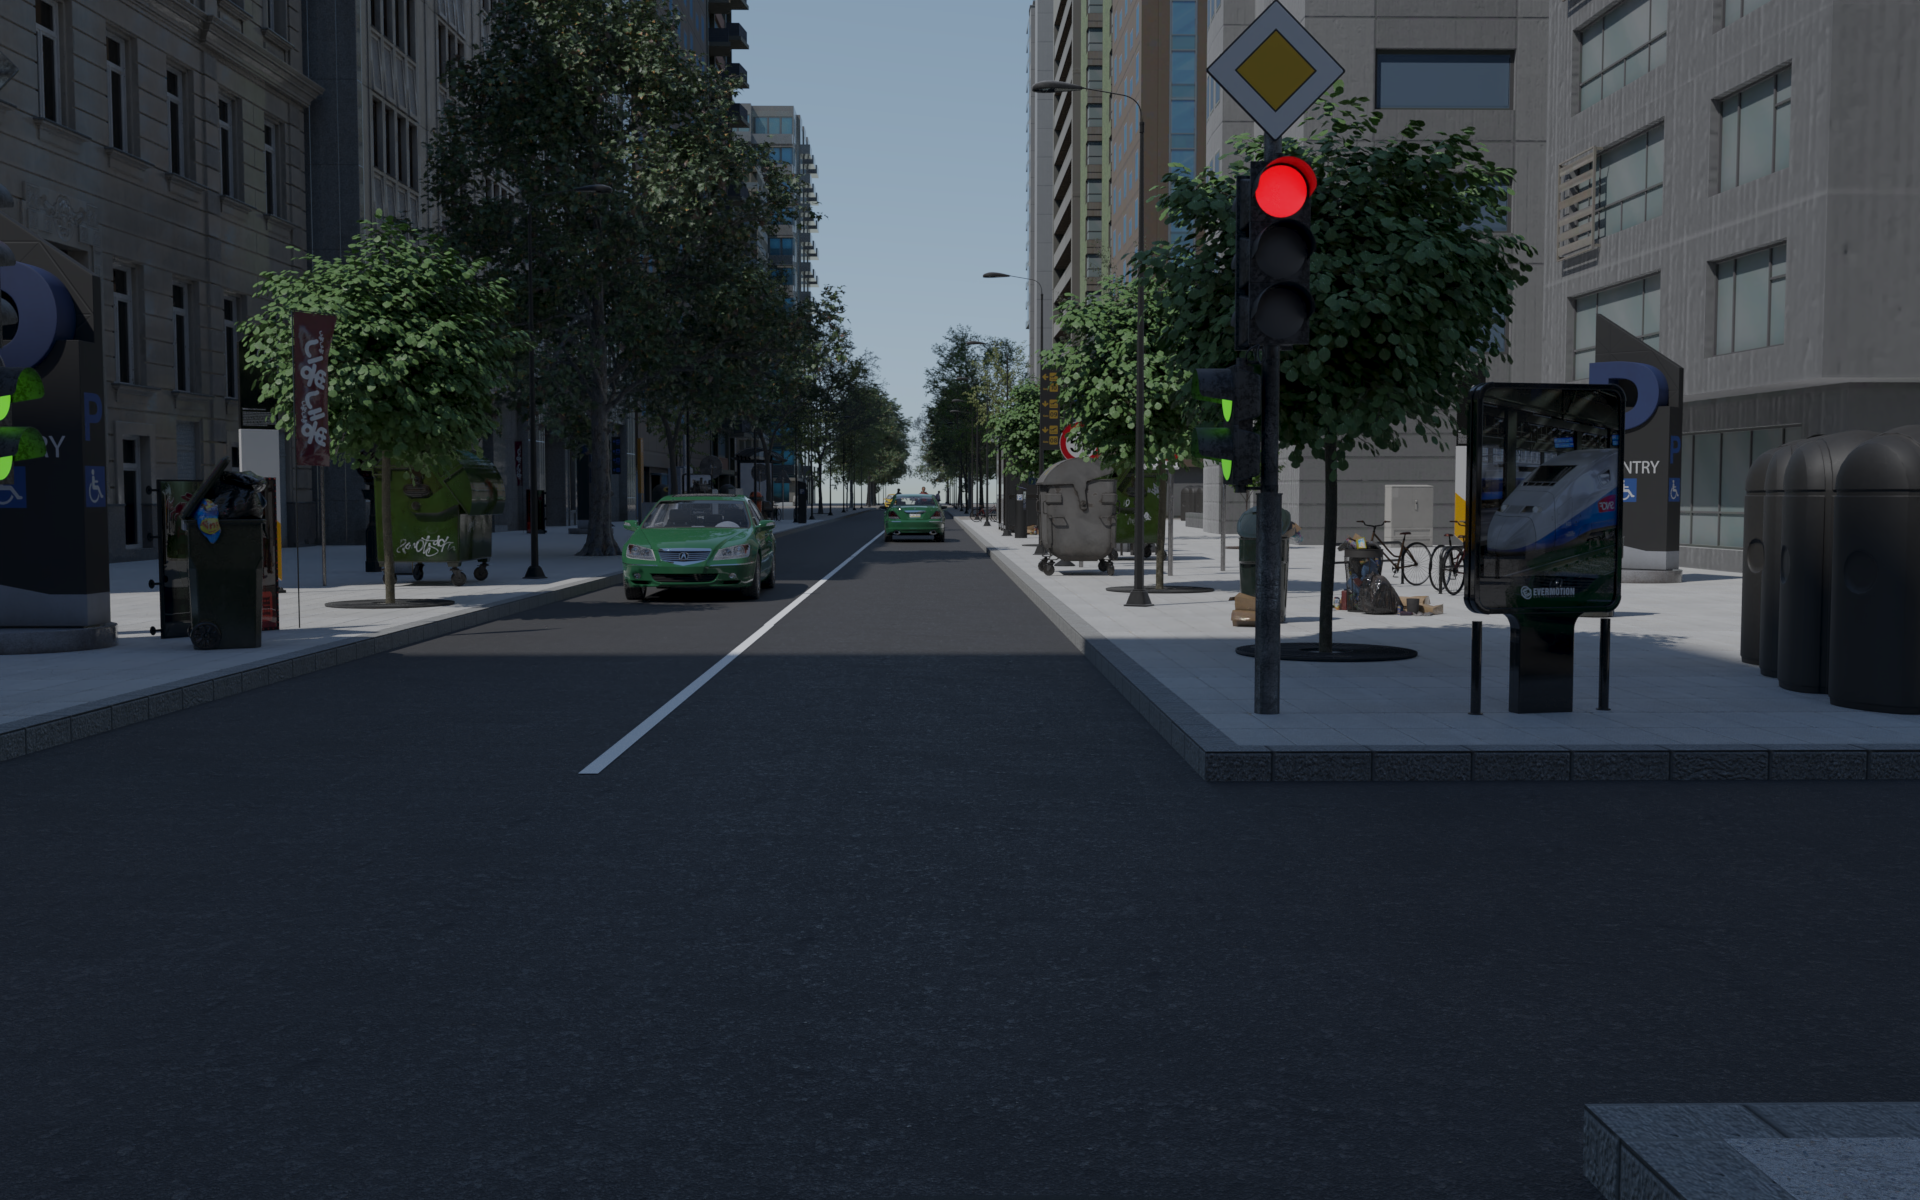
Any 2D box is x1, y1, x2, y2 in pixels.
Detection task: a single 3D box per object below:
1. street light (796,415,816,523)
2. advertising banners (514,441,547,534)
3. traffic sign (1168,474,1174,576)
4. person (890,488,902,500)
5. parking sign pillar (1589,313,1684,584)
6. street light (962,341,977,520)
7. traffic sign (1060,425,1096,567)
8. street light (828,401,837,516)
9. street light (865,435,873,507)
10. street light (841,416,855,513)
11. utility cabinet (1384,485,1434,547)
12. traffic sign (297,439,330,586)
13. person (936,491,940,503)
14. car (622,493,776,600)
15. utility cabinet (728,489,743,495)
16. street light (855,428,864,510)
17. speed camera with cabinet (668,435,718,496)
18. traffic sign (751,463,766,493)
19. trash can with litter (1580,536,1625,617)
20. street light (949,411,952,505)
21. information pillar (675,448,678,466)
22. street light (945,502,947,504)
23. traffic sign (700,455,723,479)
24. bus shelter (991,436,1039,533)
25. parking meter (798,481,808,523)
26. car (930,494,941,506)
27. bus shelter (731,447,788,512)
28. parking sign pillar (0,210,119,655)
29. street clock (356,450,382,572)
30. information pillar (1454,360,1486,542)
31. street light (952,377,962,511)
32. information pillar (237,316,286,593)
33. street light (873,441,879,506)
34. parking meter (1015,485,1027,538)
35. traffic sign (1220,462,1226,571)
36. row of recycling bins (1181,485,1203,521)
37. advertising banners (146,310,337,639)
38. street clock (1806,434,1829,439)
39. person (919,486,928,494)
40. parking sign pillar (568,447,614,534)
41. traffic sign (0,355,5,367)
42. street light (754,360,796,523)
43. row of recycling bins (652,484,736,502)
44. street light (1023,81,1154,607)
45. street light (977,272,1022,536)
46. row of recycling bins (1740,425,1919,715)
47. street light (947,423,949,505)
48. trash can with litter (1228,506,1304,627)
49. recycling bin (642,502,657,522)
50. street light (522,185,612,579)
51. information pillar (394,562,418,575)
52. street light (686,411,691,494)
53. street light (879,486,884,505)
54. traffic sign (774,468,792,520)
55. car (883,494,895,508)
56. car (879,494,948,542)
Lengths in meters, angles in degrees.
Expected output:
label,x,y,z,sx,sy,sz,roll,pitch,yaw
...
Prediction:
label,x,y,z,sx,sy,sz,roll,pitch,yaw
street light,-6.788,-6.416,77.448,1.470,5.913,1.316,0,4,-1
advertising banners,-13.959,-3.673,56.239,0.090,3.025,2.074,-3,5,-41
traffic sign,3.298,-1.650,27.083,0.768,2.556,0.104,0,4,7
person,-4.578,-7.419,129.427,1.348,1.869,0.705,0,4,6
parking sign pillar,9.857,-2.257,25.381,1.447,3.967,1.447,-3,5,-42
street light,0.895,-4.899,52.639,1.470,5.913,1.316,0,4,-1
traffic sign,2.119,-1.842,30.224,0.768,2.556,0.104,0,4,5
street light,-6.883,-6.982,86.693,1.470,5.913,1.316,0,4,-1
street light,-7.790,-10.024,136.434,1.470,5.913,1.316,0,4,-1
street light,-7.214,-8.012,103.542,1.470,5.913,1.316,0,4,-1
utility cabinet,10.791,-2.014,41.608,1.173,1.500,0.318,-1,4,-20
traffic sign,-8.854,-1.400,24.068,0.795,2.450,0.064,0,4,7
person,-1.693,-7.801,136.984,0.436,1.711,0.756,3,5,39
car,-3.687,-0.808,25.010,2.131,1.459,4.920,0,4,-2
utility cabinet,-9.024,-3.729,69.643,0.318,1.500,1.173,0,4,7
street light,-7.537,-9.031,120.192,1.470,5.913,1.316,0,4,-1
speed camera with cabinet,-9.036,-3.936,58.681,0.660,3.252,2.038,2,4,29
traffic sign,-8.304,-4.389,71.860,0.768,2.556,0.104,1,4,9
trash can with litter,6.454,-0.422,18.293,0.624,1.170,1.055,-2,4,-32
street light,0.305,-6.886,85.121,1.470,5.913,1.316,0,4,-1
information pillar,-13.890,-5.715,84.802,0.183,3.616,0.504,-1,4,-17
street light,-0.120,-8.547,112.276,1.470,5.913,1.316,0,4,-1
traffic sign,-8.206,-3.485,57.082,0.768,2.556,0.104,0,4,4
bus shelter,2.208,-5.091,60.876,2.179,5.291,8.768,0,4,-1
parking meter,-6.869,-4.278,75.648,0.399,1.863,0.255,0,4,1
car,-2.362,-6.846,123.929,2.014,1.417,4.499,0,4,0
bus shelter,-8.897,-5.095,77.230,2.014,3.302,5.546,0,4,-1
parking sign pillar,-7.832,-1.583,14.348,1.447,3.967,1.447,0,4,-1
street clock,-9.646,-1.460,28.434,0.471,2.002,0.358,1,4,17
information pillar,8.816,-2.357,29.891,0.504,3.616,0.183,1,4,11
street light,0.542,-5.892,68.879,1.470,5.913,1.316,0,4,-1
information pillar,-8.974,-1.888,22.219,0.504,3.616,0.183,-3,4,-39
street light,-8.152,-11.026,152.809,1.470,5.913,1.316,0,4,-1
parking meter,1.774,-2.566,50.363,0.372,1.533,0.369,0,3,0
traffic sign,4.377,-1.753,28.760,0.768,2.556,0.104,0,4,3
row of recycling bins,11.419,-4.541,81.358,1.069,1.692,3.534,-1,4,-21
advertising banners,-6.583,-1.215,16.051,0.090,3.025,2.074,2,4,30
street clock,10.405,-1.002,20.955,0.471,2.002,0.358,3,5,45
person,-1.890,-4.997,90.144,1.348,1.831,0.705,0,4,-4
parking sign pillar,-11.915,-4.119,55.814,1.447,3.967,1.447,1,4,9
traffic sign,-7.764,-0.816,13.444,0.768,2.556,0.104,0,4,3
street light,-6.541,-5.339,59.838,1.470,5.913,1.316,0,4,-1
row of recycling bins,-11.071,-3.991,72.362,3.534,1.692,1.069,-1,4,-11
street light,1.507,-2.881,19.646,1.470,5.913,1.316,0,4,-1
street light,1.174,-3.906,36.397,1.470,5.913,1.316,0,4,-1
row of recycling bins,5.995,-0.279,11.681,1.069,1.692,3.534,1,4,14
street light,0.146,-7.553,96.035,1.470,5.913,1.316,0,4,-1
trash can with litter,3.004,-0.347,17.062,0.624,1.170,1.055,1,4,19
recycling bin,-9.101,-2.424,52.192,0.722,1.027,0.722,-3,5,-42
street light,-5.918,-3.279,26.145,1.470,5.913,1.316,0,4,-1
information pillar,-8.791,-1.404,27.451,0.304,2.012,0.304,0,4,0
street light,-6.306,-4.346,43.596,1.470,5.913,1.316,0,4,-1
street light,-8.369,-12.072,169.914,1.470,5.913,1.316,0,4,-1
traffic sign,-8.737,-5.226,85.443,0.884,2.594,0.081,0,4,6
car,-6.542,-9.850,171.278,2.015,1.641,3.980,0,4,0
car,-1.419,-2.534,53.231,2.131,1.459,4.920,0,4,-2
